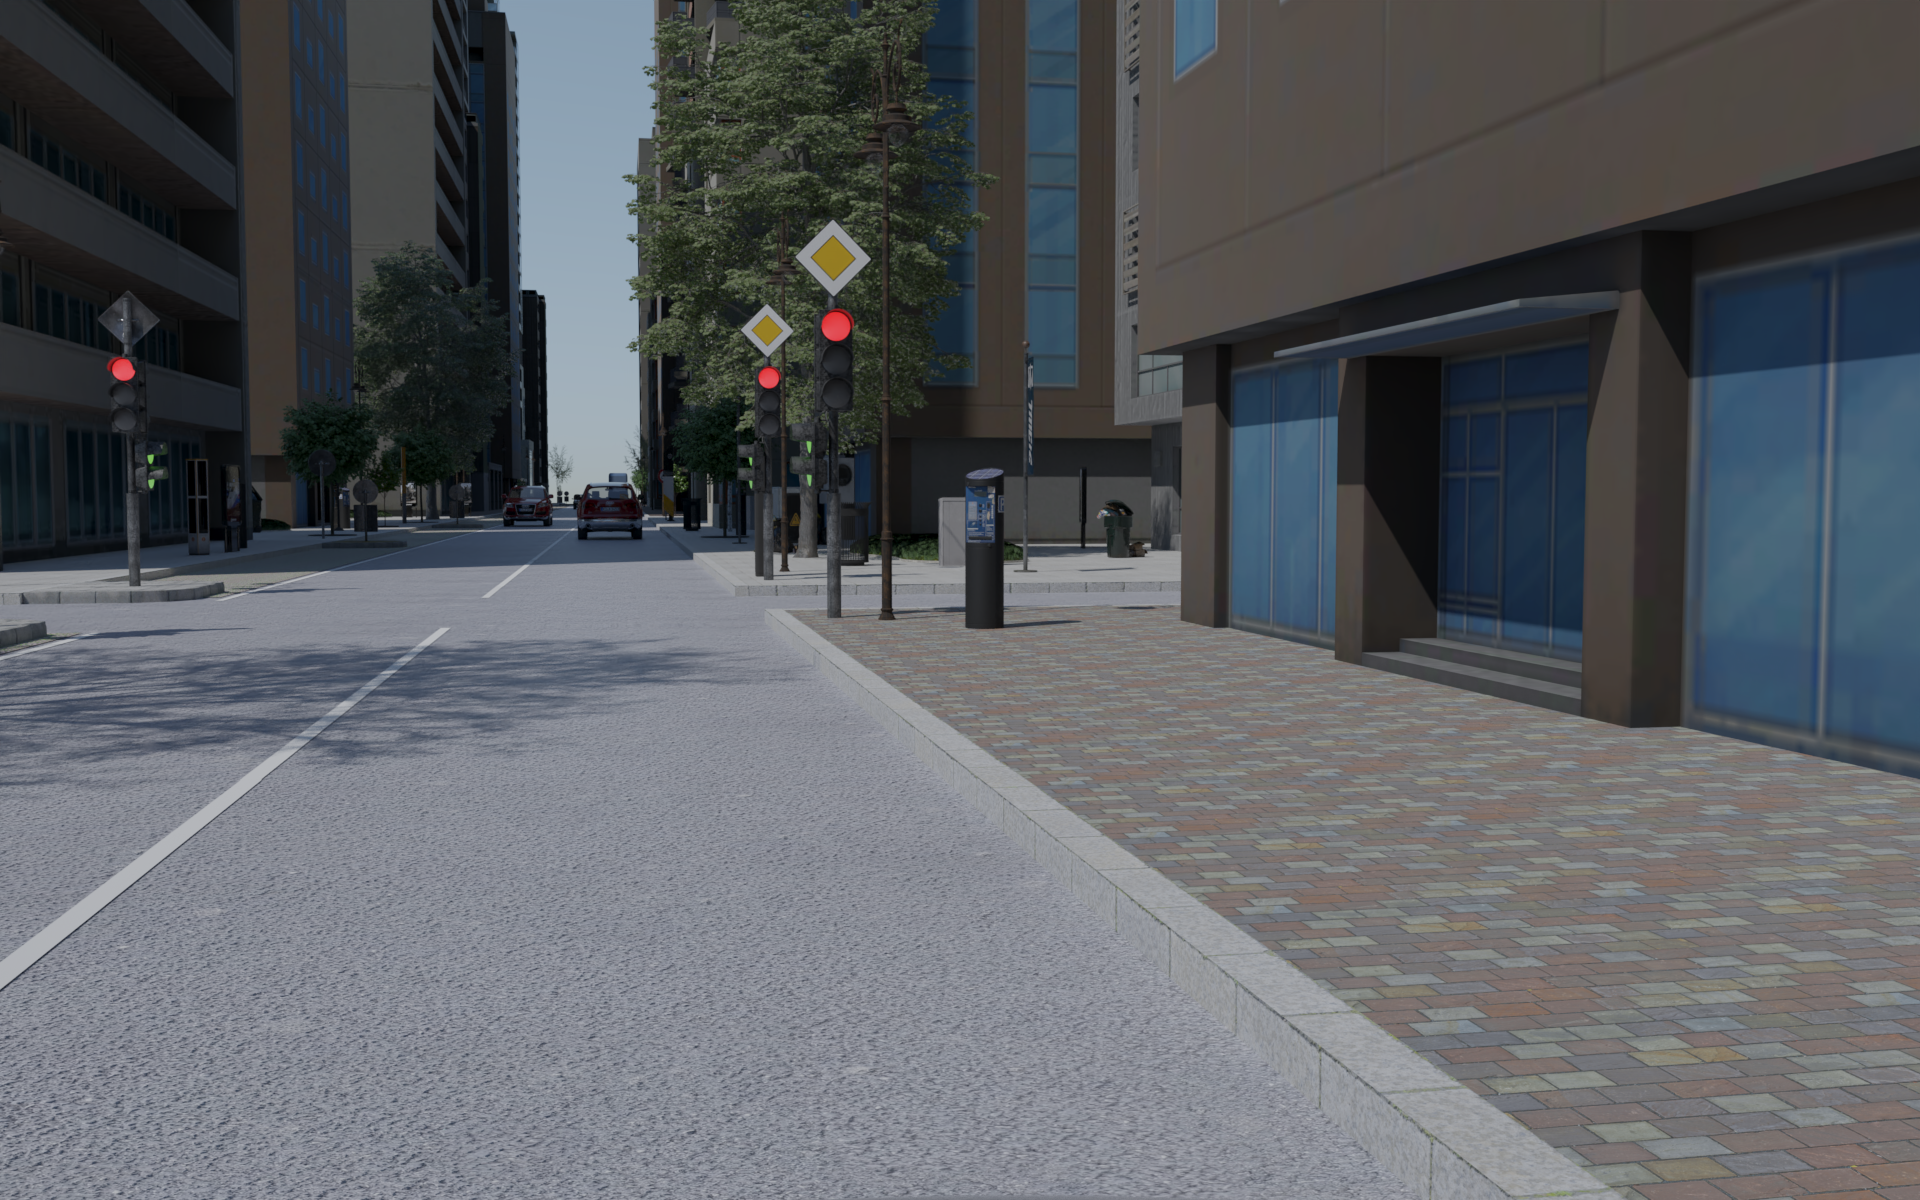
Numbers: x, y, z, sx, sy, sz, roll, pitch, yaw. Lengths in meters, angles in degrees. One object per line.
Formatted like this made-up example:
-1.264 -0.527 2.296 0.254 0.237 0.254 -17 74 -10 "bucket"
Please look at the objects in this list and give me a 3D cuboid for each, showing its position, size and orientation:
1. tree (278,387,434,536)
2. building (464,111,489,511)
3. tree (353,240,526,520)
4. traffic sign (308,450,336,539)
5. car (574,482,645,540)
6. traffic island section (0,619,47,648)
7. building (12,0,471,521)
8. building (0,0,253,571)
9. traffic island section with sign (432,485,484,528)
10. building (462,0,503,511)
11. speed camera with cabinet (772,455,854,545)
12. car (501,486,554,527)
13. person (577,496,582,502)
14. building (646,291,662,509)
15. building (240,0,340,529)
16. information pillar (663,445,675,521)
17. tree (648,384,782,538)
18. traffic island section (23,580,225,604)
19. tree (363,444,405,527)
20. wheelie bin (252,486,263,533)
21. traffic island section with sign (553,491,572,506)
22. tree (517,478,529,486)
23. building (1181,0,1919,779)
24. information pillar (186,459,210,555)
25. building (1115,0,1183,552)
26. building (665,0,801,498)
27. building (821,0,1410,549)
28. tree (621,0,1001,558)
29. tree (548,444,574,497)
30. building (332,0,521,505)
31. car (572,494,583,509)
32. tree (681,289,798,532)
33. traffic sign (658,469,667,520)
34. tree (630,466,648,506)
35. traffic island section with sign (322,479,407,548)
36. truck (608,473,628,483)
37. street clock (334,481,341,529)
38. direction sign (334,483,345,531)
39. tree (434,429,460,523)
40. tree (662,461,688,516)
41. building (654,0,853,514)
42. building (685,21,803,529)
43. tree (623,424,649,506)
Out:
-19.370 -4.251 53.215 4.285 4.588 4.351 0 3 0 "tree"
-41.837 -21.572 124.396 14.160 30.474 14.107 -1 4 -11 "building"
-26.630 -11.029 86.973 9.857 13.997 8.962 0 3 0 "tree"
-18.290 -3.032 49.681 0.768 2.556 0.104 0 4 -6 "traffic sign"
-11.362 -2.903 56.139 2.281 1.827 5.304 -1 4 -12 "car"
-9.958 0.367 16.276 2.009 0.180 2.903 -1 4 -11 "traffic island section"
-41.976 -29.441 105.067 21.300 48.544 21.600 -1 4 -11 "building"
-28.242 -25.140 34.744 21.300 48.544 21.600 -1 4 -11 "building"
-21.159 -3.938 73.007 1.989 1.847 2.006 -1 4 -11 "traffic island section with sign"
-48.254 -42.893 139.551 20.563 71.187 20.611 -1 4 -11 "building"
-3.529 -2.863 41.154 2.038 3.252 0.660 -2 4 -33 "speed camera with cabinet"
-19.474 -4.249 78.140 2.281 1.827 5.304 -1 4 -11 "car"
-23.823 -6.248 110.660 1.348 1.822 0.705 -1 4 -10 "person"
-14.966 -19.385 161.986 27.650 21.520 28.899 -1 4 -11 "building"
-32.276 -25.533 67.574 14.600 45.320 14.200 -1 4 -11 "building"
-13.740 -5.528 81.732 0.504 3.616 0.183 0 4 2 "information pillar"
-6.872 -4.123 51.117 4.285 4.588 4.351 0 3 0 "tree"
-11.504 -0.112 24.110 2.009 0.180 2.903 -1 4 -11 "traffic island section"
-22.263 -4.444 67.254 1.663 3.219 1.824 0 3 0 "tree"
-23.577 -3.035 57.530 0.693 1.594 0.980 -2 4 -35 "wheelie bin"
-46.878 -11.905 203.272 1.989 1.847 2.006 -1 4 -11 "traffic island section with sign"
-44.104 -10.923 173.199 1.663 3.219 1.824 0 3 0 "tree"
9.956 -22.065 10.866 14.600 45.320 14.200 -1 4 -11 "building"
-15.985 -1.947 36.333 0.304 2.012 0.304 2 4 27 "information pillar"
11.662 -21.425 33.900 14.086 41.232 14.154 -1 4 -11 "building"
-8.561 -28.319 117.635 22.147 44.769 28.867 -1 4 -11 "building"
3.038 -24.448 49.835 14.600 45.320 14.200 -1 4 -11 "building"
-3.097 -7.147 34.976 7.486 12.596 7.792 0 3 0 "tree"
-58.673 -18.560 253.812 4.360 8.622 3.978 0 3 0 "tree"
-47.866 -31.075 158.181 14.600 45.320 14.200 -1 4 -11 "building"
-35.539 -9.378 163.123 2.009 1.686 4.222 -1 4 -11 "car"
-7.666 -6.644 58.997 4.737 8.622 4.395 0 3 0 "tree"
-14.498 -5.213 85.338 0.768 2.556 0.104 -1 4 -10 "traffic sign"
-34.477 -12.584 189.463 4.285 4.588 4.351 0 3 0 "tree"
-15.920 -2.311 46.409 1.989 1.847 2.006 -1 4 -11 "traffic island section with sign"
-42.423 -13.759 214.725 2.967 4.110 18.799 -1 4 -11 "truck"
-22.632 -3.564 62.837 0.471 2.002 0.358 1 4 12 "street clock"
-21.708 -4.185 60.417 0.379 3.537 0.876 0 4 -3 "direction sign"
-24.293 -5.764 77.962 4.285 4.588 4.351 0 3 0 "tree"
-16.731 -6.508 101.008 1.663 3.219 1.824 0 3 0 "tree"
-17.038 -29.845 138.079 14.600 45.320 14.200 -1 4 -11 "building"
1.847 -14.394 80.388 27.650 21.520 28.899 -1 4 -11 "building"
-32.960 -14.132 181.415 4.360 8.622 3.978 0 3 0 "tree"
